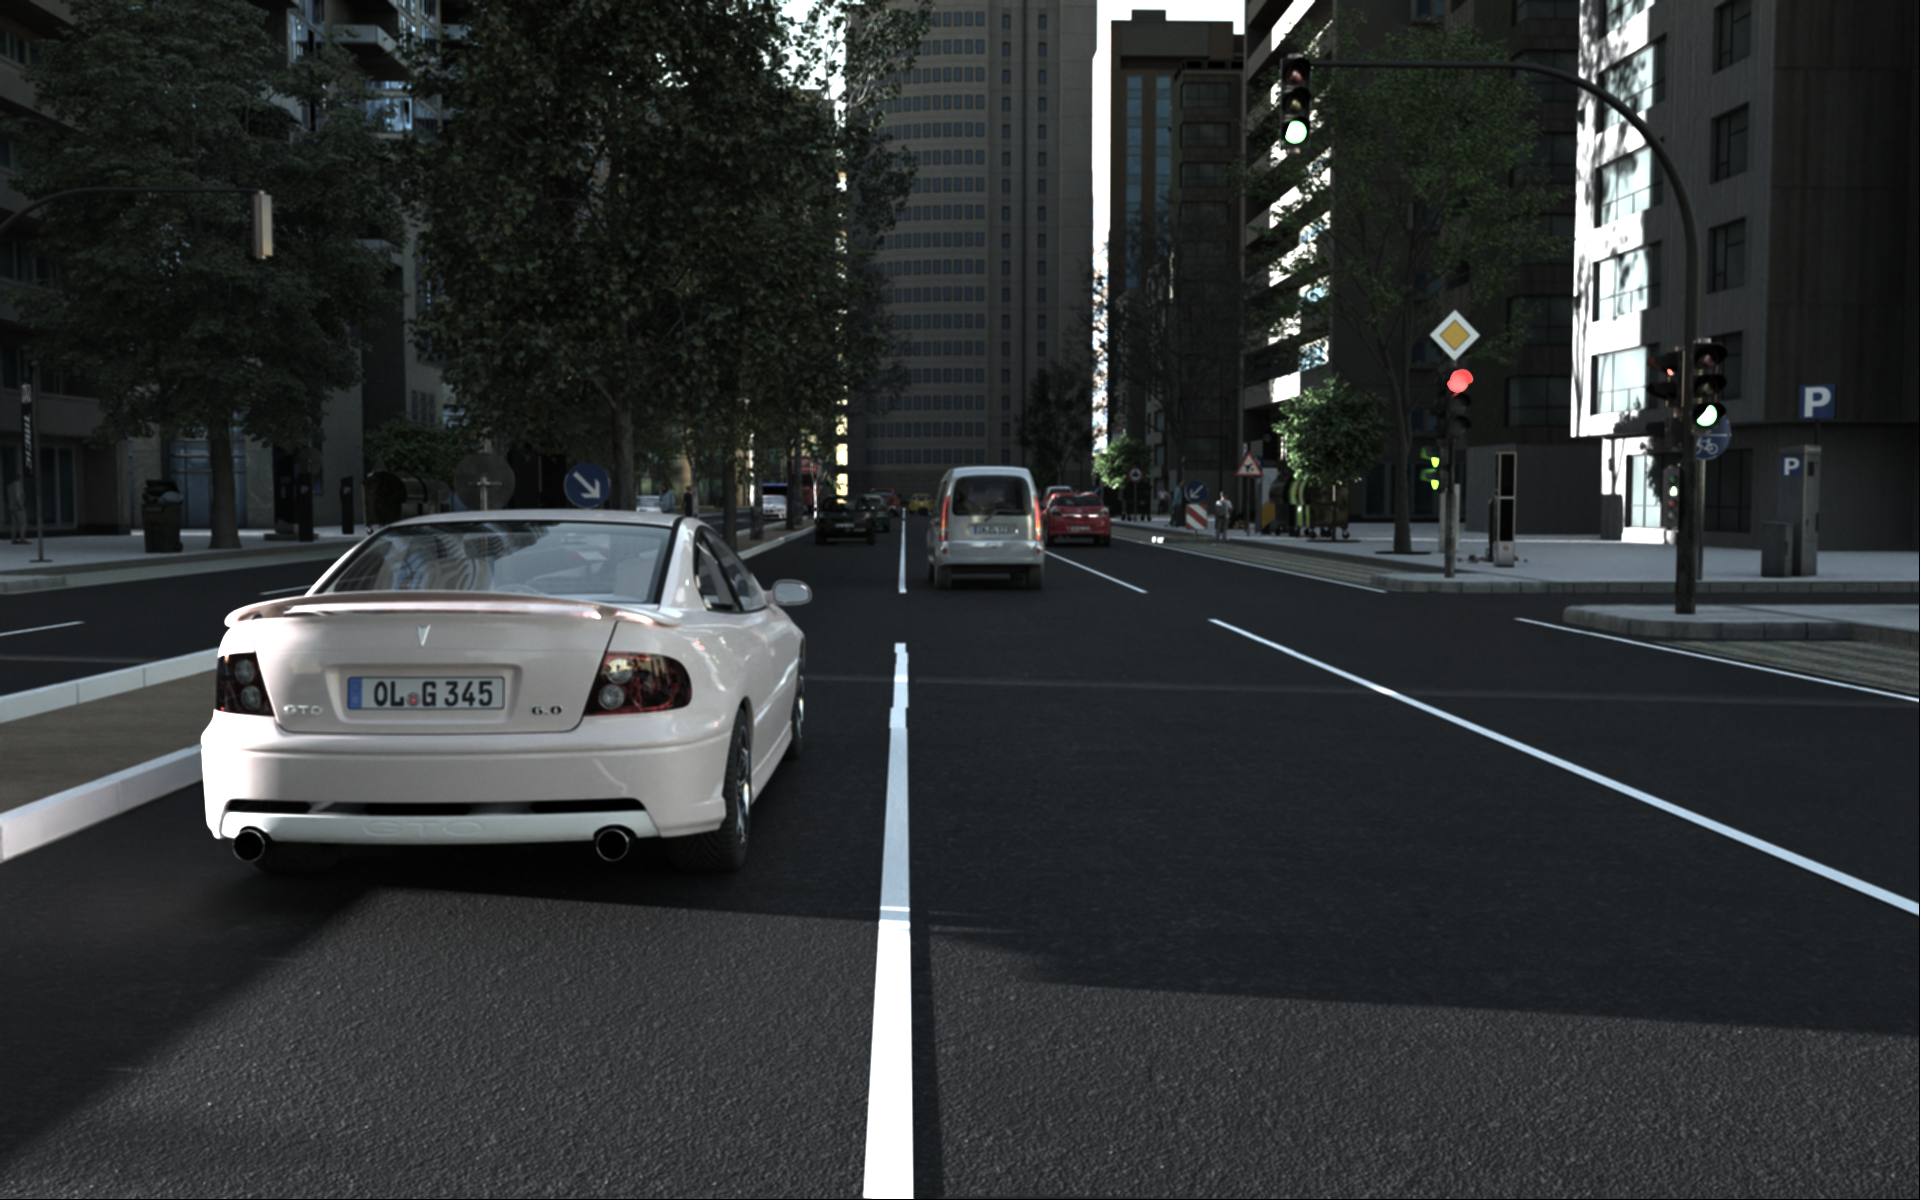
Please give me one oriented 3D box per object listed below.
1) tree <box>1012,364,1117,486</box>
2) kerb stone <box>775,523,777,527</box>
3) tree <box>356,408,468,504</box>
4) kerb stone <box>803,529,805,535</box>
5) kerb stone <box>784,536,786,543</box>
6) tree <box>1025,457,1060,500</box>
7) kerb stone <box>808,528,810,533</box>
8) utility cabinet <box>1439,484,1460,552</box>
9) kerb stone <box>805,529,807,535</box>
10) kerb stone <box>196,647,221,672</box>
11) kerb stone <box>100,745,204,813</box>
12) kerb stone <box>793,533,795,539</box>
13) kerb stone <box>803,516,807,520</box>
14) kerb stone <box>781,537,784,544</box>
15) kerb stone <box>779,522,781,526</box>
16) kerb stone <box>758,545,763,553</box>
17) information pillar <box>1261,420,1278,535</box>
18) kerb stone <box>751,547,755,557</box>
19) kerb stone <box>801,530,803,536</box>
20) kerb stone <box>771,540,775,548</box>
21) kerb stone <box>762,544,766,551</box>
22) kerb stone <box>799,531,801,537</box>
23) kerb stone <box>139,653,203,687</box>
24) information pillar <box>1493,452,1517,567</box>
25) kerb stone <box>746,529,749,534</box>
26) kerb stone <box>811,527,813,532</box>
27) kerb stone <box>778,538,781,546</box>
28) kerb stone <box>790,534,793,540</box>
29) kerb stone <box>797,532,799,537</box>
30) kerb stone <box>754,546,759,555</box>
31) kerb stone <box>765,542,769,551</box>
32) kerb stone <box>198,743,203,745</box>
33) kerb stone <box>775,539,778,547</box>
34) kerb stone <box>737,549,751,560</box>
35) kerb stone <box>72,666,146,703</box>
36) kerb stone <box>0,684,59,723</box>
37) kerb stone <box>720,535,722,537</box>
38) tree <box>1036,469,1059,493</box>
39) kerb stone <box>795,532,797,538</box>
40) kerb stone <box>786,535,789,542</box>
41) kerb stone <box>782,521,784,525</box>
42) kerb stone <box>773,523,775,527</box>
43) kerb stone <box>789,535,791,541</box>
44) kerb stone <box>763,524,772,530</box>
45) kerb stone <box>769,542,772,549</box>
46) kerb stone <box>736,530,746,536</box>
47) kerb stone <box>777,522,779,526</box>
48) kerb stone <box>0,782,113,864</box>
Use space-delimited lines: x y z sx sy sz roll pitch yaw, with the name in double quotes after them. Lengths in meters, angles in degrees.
7.351 -11.425 121.206 8.767 10.594 7.601 1 4 17 "tree"
-8.058 -3.186 74.291 0.120 0.150 1.000 0 4 -2 "kerb stone"
-21.375 -5.067 66.552 4.285 4.588 4.351 0 3 0 "tree"
-5.460 -2.250 58.984 0.120 0.150 1.000 0 4 -2 "kerb stone"
-5.166 -1.683 49.760 0.120 0.150 1.000 0 4 -2 "kerb stone"
6.915 -9.898 145.550 4.285 4.588 4.351 0 3 0 "tree"
-5.551 -2.438 62.063 0.120 0.150 1.000 0 4 -2 "kerb stone"
10.777 -1.804 38.177 0.318 1.500 1.173 1 4 23 "utility cabinet"
-5.494 -2.312 60.014 0.120 0.150 1.000 0 4 -2 "kerb stone"
-6.131 0.483 14.297 0.120 0.150 1.000 0 4 -2 "kerb stone"
-3.832 0.853 8.251 0.120 0.150 1.000 0 4 -2 "kerb stone"
-5.293 -1.936 53.861 0.120 0.150 1.000 0 4 -2 "kerb stone"
-8.871 -4.752 99.894 0.120 0.150 1.000 0 4 -2 "kerb stone"
-5.119 -1.623 48.738 0.120 0.150 1.000 0 4 -2 "kerb stone"
-8.113 -3.308 76.335 0.120 0.150 1.000 0 4 -2 "kerb stone"
-4.900 -1.184 41.561 0.120 0.150 1.000 0 4 -2 "kerb stone"
9.805 -3.885 54.873 0.504 3.616 0.183 1 4 14 "information pillar"
-4.835 -1.059 39.516 0.120 0.150 1.000 0 4 -2 "kerb stone"
-5.429 -2.187 57.960 0.120 0.150 1.000 0 4 -2 "kerb stone"
-5.037 -1.429 45.658 0.120 0.150 1.000 0 4 -2 "kerb stone"
-4.936 -1.247 42.588 0.120 0.150 1.000 0 4 -2 "kerb stone"
-5.394 -2.125 56.939 0.120 0.150 1.000 0 4 -2 "kerb stone"
-6.089 0.546 13.276 0.120 0.150 1.000 0 4 -2 "kerb stone"
9.560 -1.584 30.391 0.304 2.012 0.304 0 4 5 "information pillar"
-7.620 -2.372 60.979 0.120 0.150 1.000 0 4 -2 "kerb stone"
-5.628 -2.564 64.121 0.120 0.150 1.000 0 4 -2 "kerb stone"
-5.094 -1.561 47.714 0.120 0.150 1.000 0 4 -2 "kerb stone"
-5.263 -1.874 52.835 0.120 0.150 1.000 0 4 -2 "kerb stone"
-5.359 -2.061 55.909 0.120 0.150 1.000 0 4 -2 "kerb stone"
-4.864 -1.110 40.539 0.120 0.150 1.000 0 4 -2 "kerb stone"
-4.961 -1.310 43.610 0.120 0.150 1.000 0 4 -2 "kerb stone"
-3.854 0.790 9.282 0.120 0.150 1.000 0 4 -2 "kerb stone"
-5.059 -1.493 46.693 0.120 0.150 1.000 0 4 -2 "kerb stone"
-4.796 -0.996 38.484 0.120 0.150 1.000 0 4 -2 "kerb stone"
-6.059 0.608 12.255 0.120 0.150 1.000 0 4 -2 "kerb stone"
-6.028 0.670 11.233 0.120 0.150 1.000 0 4 -2 "kerb stone"
-7.427 -1.988 54.826 0.120 0.150 1.000 0 4 -2 "kerb stone"
6.496 -8.426 132.374 1.663 3.219 1.824 0 3 0 "tree"
-5.322 -1.999 54.887 0.120 0.150 1.000 0 4 -2 "kerb stone"
-5.195 -1.749 50.790 0.120 0.150 1.000 0 4 -2 "kerb stone"
-8.177 -3.436 78.380 0.120 0.150 1.000 0 4 -2 "kerb stone"
-8.019 -3.123 73.264 0.120 0.150 1.000 0 4 -2 "kerb stone"
-5.226 -1.811 51.812 0.120 0.150 1.000 0 4 -2 "kerb stone"
-7.952 -2.995 71.212 0.120 0.150 1.000 0 4 -2 "kerb stone"
-5.000 -1.365 44.637 0.120 0.150 1.000 0 4 -2 "kerb stone"
-7.588 -2.309 59.955 0.120 0.150 1.000 0 4 -2 "kerb stone"
-8.080 -3.249 75.313 0.120 0.150 1.000 0 4 -2 "kerb stone"
-3.799 0.915 7.229 0.120 0.150 1.000 0 4 -2 "kerb stone"
